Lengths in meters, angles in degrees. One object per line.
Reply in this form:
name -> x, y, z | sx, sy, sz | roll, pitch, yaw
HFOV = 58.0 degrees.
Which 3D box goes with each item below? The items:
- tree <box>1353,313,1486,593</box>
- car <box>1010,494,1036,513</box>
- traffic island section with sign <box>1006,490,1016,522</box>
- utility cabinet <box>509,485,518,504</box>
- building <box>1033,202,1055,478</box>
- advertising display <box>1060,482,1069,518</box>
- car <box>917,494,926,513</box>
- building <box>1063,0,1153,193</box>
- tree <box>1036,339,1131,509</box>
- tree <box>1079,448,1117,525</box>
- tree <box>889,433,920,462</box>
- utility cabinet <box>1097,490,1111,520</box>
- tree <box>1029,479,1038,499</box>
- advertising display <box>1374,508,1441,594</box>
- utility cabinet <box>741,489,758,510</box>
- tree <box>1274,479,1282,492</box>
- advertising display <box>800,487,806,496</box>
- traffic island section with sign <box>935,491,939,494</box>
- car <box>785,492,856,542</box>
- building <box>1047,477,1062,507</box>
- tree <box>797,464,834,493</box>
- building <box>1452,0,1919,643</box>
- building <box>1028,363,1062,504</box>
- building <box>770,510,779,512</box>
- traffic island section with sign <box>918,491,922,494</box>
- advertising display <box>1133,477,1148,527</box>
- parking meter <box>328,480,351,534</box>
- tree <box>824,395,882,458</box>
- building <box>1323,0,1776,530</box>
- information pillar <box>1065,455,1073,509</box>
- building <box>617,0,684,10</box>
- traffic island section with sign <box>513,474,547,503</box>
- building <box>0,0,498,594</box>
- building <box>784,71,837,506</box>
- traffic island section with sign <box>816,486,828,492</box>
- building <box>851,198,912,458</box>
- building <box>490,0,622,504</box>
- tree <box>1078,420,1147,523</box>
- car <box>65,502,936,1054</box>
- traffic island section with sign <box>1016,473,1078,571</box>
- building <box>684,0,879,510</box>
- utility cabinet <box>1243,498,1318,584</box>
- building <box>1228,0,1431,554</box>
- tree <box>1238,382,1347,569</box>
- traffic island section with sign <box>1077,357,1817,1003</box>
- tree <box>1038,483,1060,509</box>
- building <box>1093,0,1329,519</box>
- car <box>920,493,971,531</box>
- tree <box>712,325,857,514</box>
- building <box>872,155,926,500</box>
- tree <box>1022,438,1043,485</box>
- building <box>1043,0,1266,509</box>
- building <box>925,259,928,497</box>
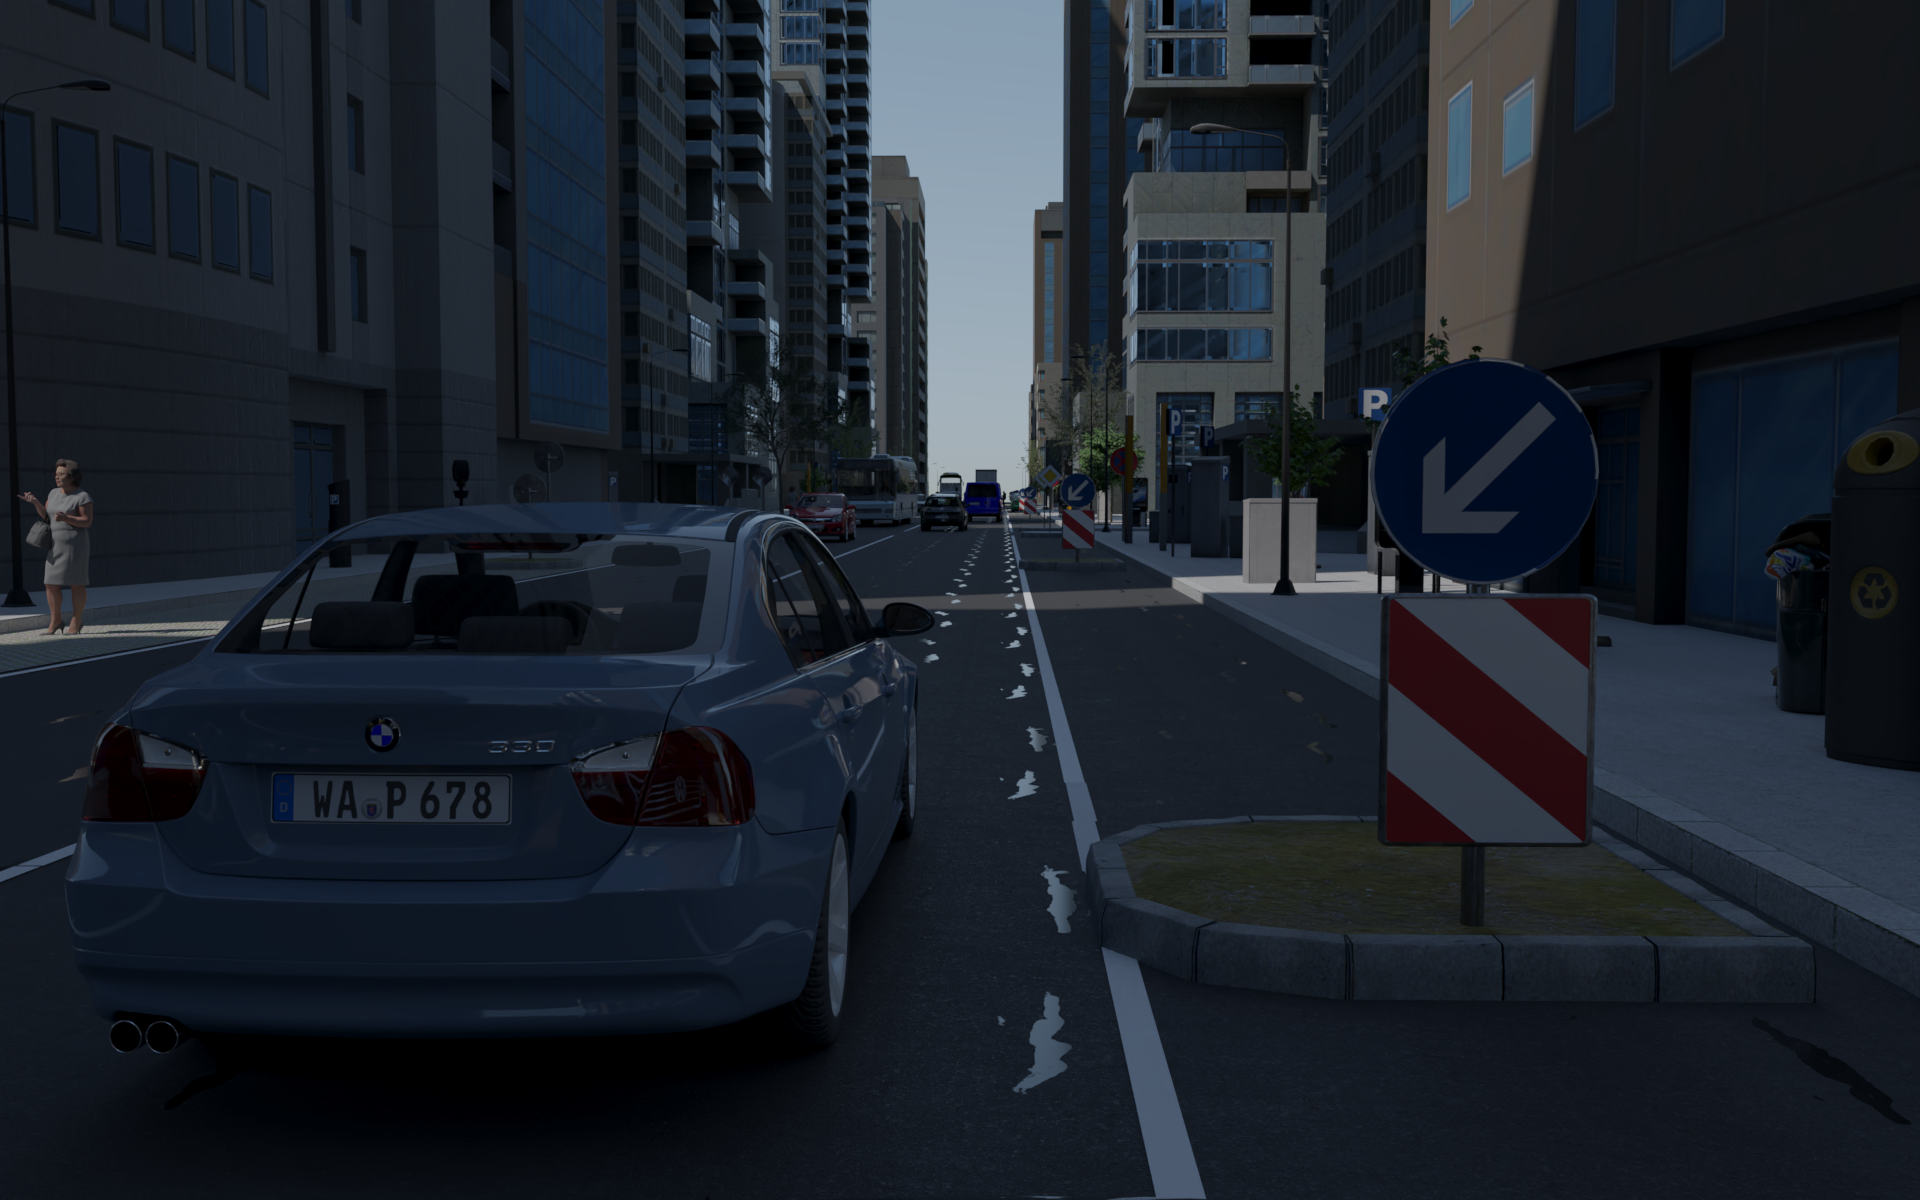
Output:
tree -> 5.148, -1.469, 18.618 | 1.663, 3.219, 1.824 | 0, 3, 0
car -> 4.657, -7.288, 127.953 | 1.959, 1.807, 4.718 | 0, 4, 0
traffic island section with sign -> 3.470, -4.888, 88.554 | 1.989, 1.847, 2.006 | 0, 4, 1
utility cabinet -> -9.931, -1.891, 39.594 | 0.318, 1.500, 1.173 | 1, 4, 9
building -> 18.140, -37.559, 264.195 | 14.600, 45.320, 14.200 | 0, 4, 1
advertising display -> 5.654, -5.410, 93.672 | 0.123, 1.923, 0.974 | -1, 4, -23
car -> -3.109, -6.689, 119.157 | 2.009, 1.686, 4.222 | 0, 4, -1
building -> 15.073, -29.557, 133.374 | 14.600, 45.320, 14.200 | 0, 4, 1
tree -> 6.015, -8.063, 82.192 | 4.360, 8.622, 3.978 | 0, 3, 0
tree -> 5.842, -4.788, 72.887 | 1.663, 3.219, 1.824 | 0, 3, 0
tree -> -6.659, -15.389, 201.971 | 4.360, 8.622, 3.978 | 0, 3, 0
utility cabinet -> 7.157, -4.733, 86.060 | 0.318, 1.500, 1.173 | -1, 4, -17
tree -> 8.503, -12.067, 191.894 | 1.663, 3.219, 1.824 | 0, 3, 0
advertising display -> 5.805, -1.046, 22.324 | 0.974, 1.923, 0.123 | -1, 4, -16
utility cabinet -> -9.059, -4.045, 74.807 | 0.318, 1.500, 1.173 | 1, 4, 16
tree -> 16.378, -6.148, 84.232 | 4.285, 4.588, 4.351 | 0, 3, 0
advertising display -> -11.133, -7.339, 125.214 | 0.974, 1.923, 0.123 | 2, 4, 24
traffic island section with sign -> -2.496, -16.350, 275.944 | 1.989, 1.847, 2.006 | 0, 4, 1
car -> -4.209, -2.683, 52.908 | 2.155, 1.783, 4.494 | 0, 4, 1
building -> 25.020, -29.390, 172.408 | 32.217, 40.220, 23.993 | 0, 4, 1
tree -> -9.125, -7.083, 110.407 | 1.663, 3.219, 1.824 | 0, 3, 0
building -> 13.525, -22.434, 16.902 | 14.600, 45.320, 14.200 | 0, 4, 1
building -> 25.317, -26.986, 286.263 | 27.650, 21.520, 28.899 | 0, 4, 1
building -> -23.148, -48.944, 112.910 | 22.319, 86.520, 31.000 | 0, 4, 1
traffic island section with sign -> -4.506, -11.279, 193.032 | 1.989, 1.847, 2.006 | 0, 4, 1
advertising display -> 6.837, -3.787, 67.139 | 0.974, 1.923, 0.123 | 2, 4, 33
parking meter -> -10.850, -1.338, 30.289 | 0.372, 1.533, 0.369 | 0, 3, 0
tree -> -8.190, -10.973, 129.776 | 4.737, 8.622, 4.395 | 0, 3, 0
building -> 23.788, -25.844, 72.657 | 14.200, 45.320, 14.600 | 0, 4, 1
information pillar -> 6.385, -6.732, 101.429 | 0.504, 3.616, 0.183 | 1, 4, 20
building -> -25.731, -23.641, 78.406 | 32.217, 40.220, 23.993 | 0, 4, 1
traffic island section with sign -> -8.404, -1.519, 33.460 | 1.989, 1.847, 2.006 | 0, 4, 1
building -> -21.838, -29.592, 25.828 | 21.231, 58.520, 28.212 | 0, 4, 1
building -> -24.679, -28.237, 153.562 | 32.217, 40.220, 23.993 | 0, 4, 1
traffic island section with sign -> -7.058, -4.912, 88.945 | 1.989, 1.847, 2.006 | 0, 4, 1
building -> -13.785, -33.596, 232.887 | 14.154, 41.232, 14.086 | 0, 4, 1
building -> -18.281, -24.366, 48.500 | 14.200, 45.320, 14.600 | 0, 4, 1
tree -> 6.702, -5.693, 76.797 | 4.285, 4.588, 4.351 | 0, 3, 0
car -> -1.116, 0.379, 5.800 | 2.014, 1.417, 4.499 | 0, 4, 2
traffic island section with sign -> 2.128, -1.509, 33.296 | 1.989, 1.847, 2.006 | 0, 4, 1
building -> -19.260, -53.030, 179.708 | 22.319, 86.520, 31.000 | 0, 4, 1
utility cabinet -> 4.609, -0.845, 24.976 | 1.020, 1.237, 0.306 | -1, 4, -10
building -> 22.836, -21.529, 43.885 | 32.217, 40.220, 23.993 | 0, 4, 1
tree -> 5.877, -2.161, 29.936 | 1.663, 3.219, 1.824 | 0, 3, 0
traffic island section with sign -> 1.444, 0.171, 5.840 | 1.989, 1.847, 2.006 | 0, 4, 1
tree -> 8.215, -9.835, 155.397 | 1.663, 3.219, 1.824 | 0, 3, 0
building -> 18.554, -48.245, 101.480 | 22.319, 86.520, 31.000 | 0, 4, 1
car -> -0.604, -3.571, 68.168 | 2.009, 1.686, 4.222 | 0, 4, 3
tree -> -9.695, -9.807, 94.765 | 8.767, 10.594, 7.601 | 0, 4, 4
building -> -16.123, -38.365, 250.964 | 21.300, 48.544, 21.600 | 0, 4, 1
tree -> 9.858, -16.758, 224.355 | 4.737, 8.622, 4.395 | 0, 3, 0
building -> 21.201, -54.182, 198.541 | 22.319, 86.520, 31.000 | 0, 4, 1
building -> -12.705, -37.294, 293.348 | 14.154, 41.232, 14.086 | 0, 4, 1
